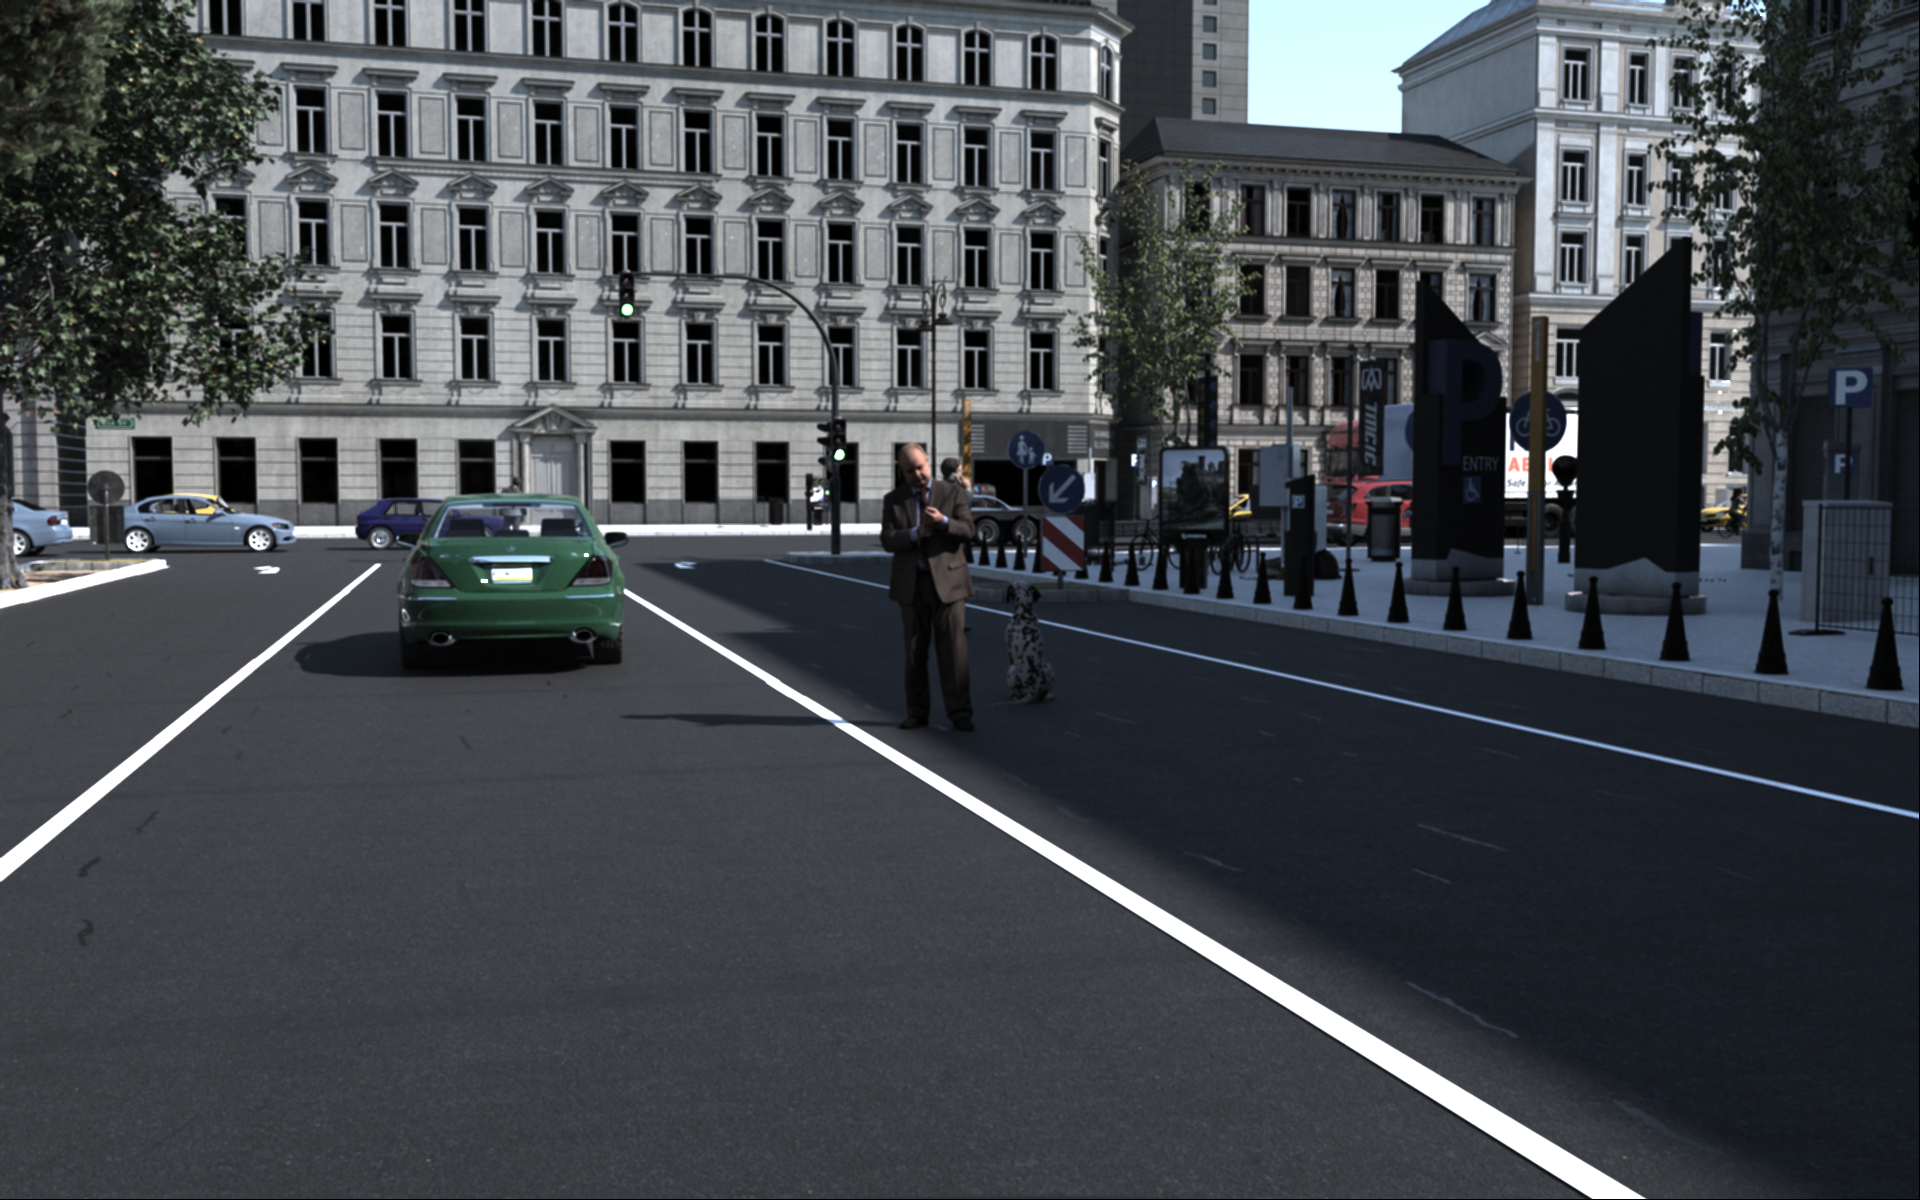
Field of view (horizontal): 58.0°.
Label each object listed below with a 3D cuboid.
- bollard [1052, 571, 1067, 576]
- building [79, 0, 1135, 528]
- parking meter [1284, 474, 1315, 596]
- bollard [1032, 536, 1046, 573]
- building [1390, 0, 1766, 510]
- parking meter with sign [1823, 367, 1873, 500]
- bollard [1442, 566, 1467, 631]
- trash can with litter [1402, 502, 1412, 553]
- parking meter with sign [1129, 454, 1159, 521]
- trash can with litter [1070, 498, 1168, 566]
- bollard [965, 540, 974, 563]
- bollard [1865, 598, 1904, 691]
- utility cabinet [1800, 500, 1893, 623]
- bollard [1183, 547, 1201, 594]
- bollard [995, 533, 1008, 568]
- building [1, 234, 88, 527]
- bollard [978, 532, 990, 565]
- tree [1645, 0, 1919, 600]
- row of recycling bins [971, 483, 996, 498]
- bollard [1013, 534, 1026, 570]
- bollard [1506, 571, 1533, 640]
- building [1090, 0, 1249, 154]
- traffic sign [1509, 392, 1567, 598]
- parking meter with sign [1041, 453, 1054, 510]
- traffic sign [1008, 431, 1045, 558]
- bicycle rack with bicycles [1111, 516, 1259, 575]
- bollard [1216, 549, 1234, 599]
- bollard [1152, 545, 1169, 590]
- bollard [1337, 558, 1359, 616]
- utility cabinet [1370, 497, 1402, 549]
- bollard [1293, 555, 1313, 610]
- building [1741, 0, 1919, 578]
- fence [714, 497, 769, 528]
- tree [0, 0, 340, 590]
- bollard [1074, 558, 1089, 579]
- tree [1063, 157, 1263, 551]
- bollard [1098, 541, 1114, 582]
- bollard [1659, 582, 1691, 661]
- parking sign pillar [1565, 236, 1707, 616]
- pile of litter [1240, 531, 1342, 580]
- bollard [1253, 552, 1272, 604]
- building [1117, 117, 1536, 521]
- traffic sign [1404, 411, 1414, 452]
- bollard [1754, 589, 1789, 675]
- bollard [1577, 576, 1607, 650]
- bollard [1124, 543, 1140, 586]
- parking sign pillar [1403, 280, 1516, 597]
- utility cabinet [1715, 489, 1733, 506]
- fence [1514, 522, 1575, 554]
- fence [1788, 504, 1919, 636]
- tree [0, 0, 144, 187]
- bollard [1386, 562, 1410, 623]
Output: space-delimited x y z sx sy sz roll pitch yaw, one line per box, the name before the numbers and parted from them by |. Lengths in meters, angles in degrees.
bollard | 1.568 -0.686 27.261 0.229 0.601 0.229 0 3 0
building | -14.876 -18.490 78.729 44.131 29.872 17.030 -1 4 -16
parking meter | 4.285 -0.823 21.860 0.372 1.533 0.369 0 3 0
bollard | 1.285 -0.747 28.254 0.229 0.601 0.229 0 3 0
building | 35.082 -18.704 91.713 20.117 28.700 13.634 -1 4 -16
parking meter with sign | 12.610 -1.742 24.745 0.543 3.016 1.738 1 4 23
bollard | 4.680 -0.020 16.363 0.229 0.601 0.229 0 3 0
trash can with litter | 9.430 -1.445 35.007 0.624 1.170 1.055 3 5 41
parking meter with sign | 8.130 -4.800 74.745 0.543 3.016 1.738 -3 5 -41
trash can with litter | 2.638 -1.239 31.321 2.233 1.210 1.678 1 4 8
bollard | 0.158 -0.989 32.204 0.229 0.601 0.229 0 3 0
bollard | 6.093 0.284 11.396 0.229 0.601 0.229 0 3 0
utility cabinet | 8.998 -0.392 17.571 1.020 1.237 0.306 -2 4 -28
bollard | 2.986 -0.382 22.294 0.229 0.601 0.229 0 3 0
bollard | 0.721 -0.868 30.228 0.229 0.601 0.229 0 3 0
building | -47.190 -13.834 67.985 24.055 21.916 13.314 -1 4 -16
bollard | 0.438 -0.928 31.216 0.229 0.601 0.229 0 3 0
tree | 10.108 -4.308 20.798 4.737 8.622 4.395 0 3 0
row of recycling bins | 0.493 -3.621 66.318 1.069 1.692 3.534 1 4 19
bollard | 1.006 -0.807 29.242 0.229 0.601 0.229 0 3 0
bollard | 4.966 0.042 15.352 0.229 0.601 0.229 0 3 0
building | 16.726 -45.570 183.326 20.611 71.187 20.563 -1 4 -16
traffic sign | 7.081 -1.298 21.335 0.768 2.556 0.104 -1 4 -10
parking meter with sign | 3.935 -4.731 73.619 0.543 3.016 1.738 1 4 18
traffic sign | 1.317 -2.124 34.830 0.768 2.556 0.104 -1 4 -14
bicycle rack with bicycles | 3.960 -0.949 28.892 2.852 0.926 2.925 3 4 38
bollard | 3.264 -0.322 21.305 0.229 0.601 0.229 0 3 0
bollard | 2.696 -0.444 23.296 0.229 0.601 0.229 0 3 0
bollard | 4.113 -0.140 18.337 0.229 0.601 0.229 0 3 0
utility cabinet | 9.996 -1.805 40.668 0.306 1.237 1.020 -1 4 -13
bollard | 3.830 -0.201 19.324 0.229 0.601 0.229 0 3 0
building | 20.421 -10.569 21.960 9.793 20.994 18.267 -1 4 -16
fence | -8.333 -3.362 66.169 2.264 1.192 0.480 -3 5 -43
tree | -14.593 -6.511 25.927 9.611 12.733 9.660 0 3 0
bollard | 1.848 -0.626 26.273 0.229 0.601 0.229 0 3 0
tree | 4.472 -5.308 37.152 4.737 8.622 4.395 0 3 0
bollard | 2.133 -0.565 25.287 0.229 0.601 0.229 0 3 0
bollard | 5.528 0.163 13.376 0.229 0.601 0.229 0 3 0
parking sign pillar | 7.392 -1.859 18.860 1.447 3.967 1.447 -2 4 -32
pile of litter | 5.027 -0.752 26.253 1.719 0.858 1.176 0 4 -6
bollard | 3.550 -0.262 20.319 0.229 0.601 0.229 0 3 0
building | 16.492 -13.458 84.670 19.286 19.102 10.561 -1 4 -16
traffic sign | 6.678 -1.506 24.731 0.768 2.556 0.104 0 4 -7
bollard | 5.813 0.223 12.389 0.229 0.601 0.229 0 3 0
bollard | 5.248 0.103 14.364 0.229 0.601 0.229 0 3 0
bollard | 2.416 -0.505 24.291 0.229 0.601 0.229 0 3 0
parking sign pillar | 6.411 -2.063 22.199 1.447 3.967 1.447 -2 4 -34
utility cabinet | 32.900 -4.029 74.551 0.318 1.500 1.173 0 4 3
fence | 13.053 -1.344 37.357 2.069 0.683 0.278 0 4 7
fence | 8.144 -0.220 14.793 0.480 1.192 2.264 -1 4 -18
tree | -12.549 -6.572 17.331 7.806 13.903 7.818 0 3 0
bollard | 4.394 -0.080 17.349 0.229 0.601 0.229 0 3 0
